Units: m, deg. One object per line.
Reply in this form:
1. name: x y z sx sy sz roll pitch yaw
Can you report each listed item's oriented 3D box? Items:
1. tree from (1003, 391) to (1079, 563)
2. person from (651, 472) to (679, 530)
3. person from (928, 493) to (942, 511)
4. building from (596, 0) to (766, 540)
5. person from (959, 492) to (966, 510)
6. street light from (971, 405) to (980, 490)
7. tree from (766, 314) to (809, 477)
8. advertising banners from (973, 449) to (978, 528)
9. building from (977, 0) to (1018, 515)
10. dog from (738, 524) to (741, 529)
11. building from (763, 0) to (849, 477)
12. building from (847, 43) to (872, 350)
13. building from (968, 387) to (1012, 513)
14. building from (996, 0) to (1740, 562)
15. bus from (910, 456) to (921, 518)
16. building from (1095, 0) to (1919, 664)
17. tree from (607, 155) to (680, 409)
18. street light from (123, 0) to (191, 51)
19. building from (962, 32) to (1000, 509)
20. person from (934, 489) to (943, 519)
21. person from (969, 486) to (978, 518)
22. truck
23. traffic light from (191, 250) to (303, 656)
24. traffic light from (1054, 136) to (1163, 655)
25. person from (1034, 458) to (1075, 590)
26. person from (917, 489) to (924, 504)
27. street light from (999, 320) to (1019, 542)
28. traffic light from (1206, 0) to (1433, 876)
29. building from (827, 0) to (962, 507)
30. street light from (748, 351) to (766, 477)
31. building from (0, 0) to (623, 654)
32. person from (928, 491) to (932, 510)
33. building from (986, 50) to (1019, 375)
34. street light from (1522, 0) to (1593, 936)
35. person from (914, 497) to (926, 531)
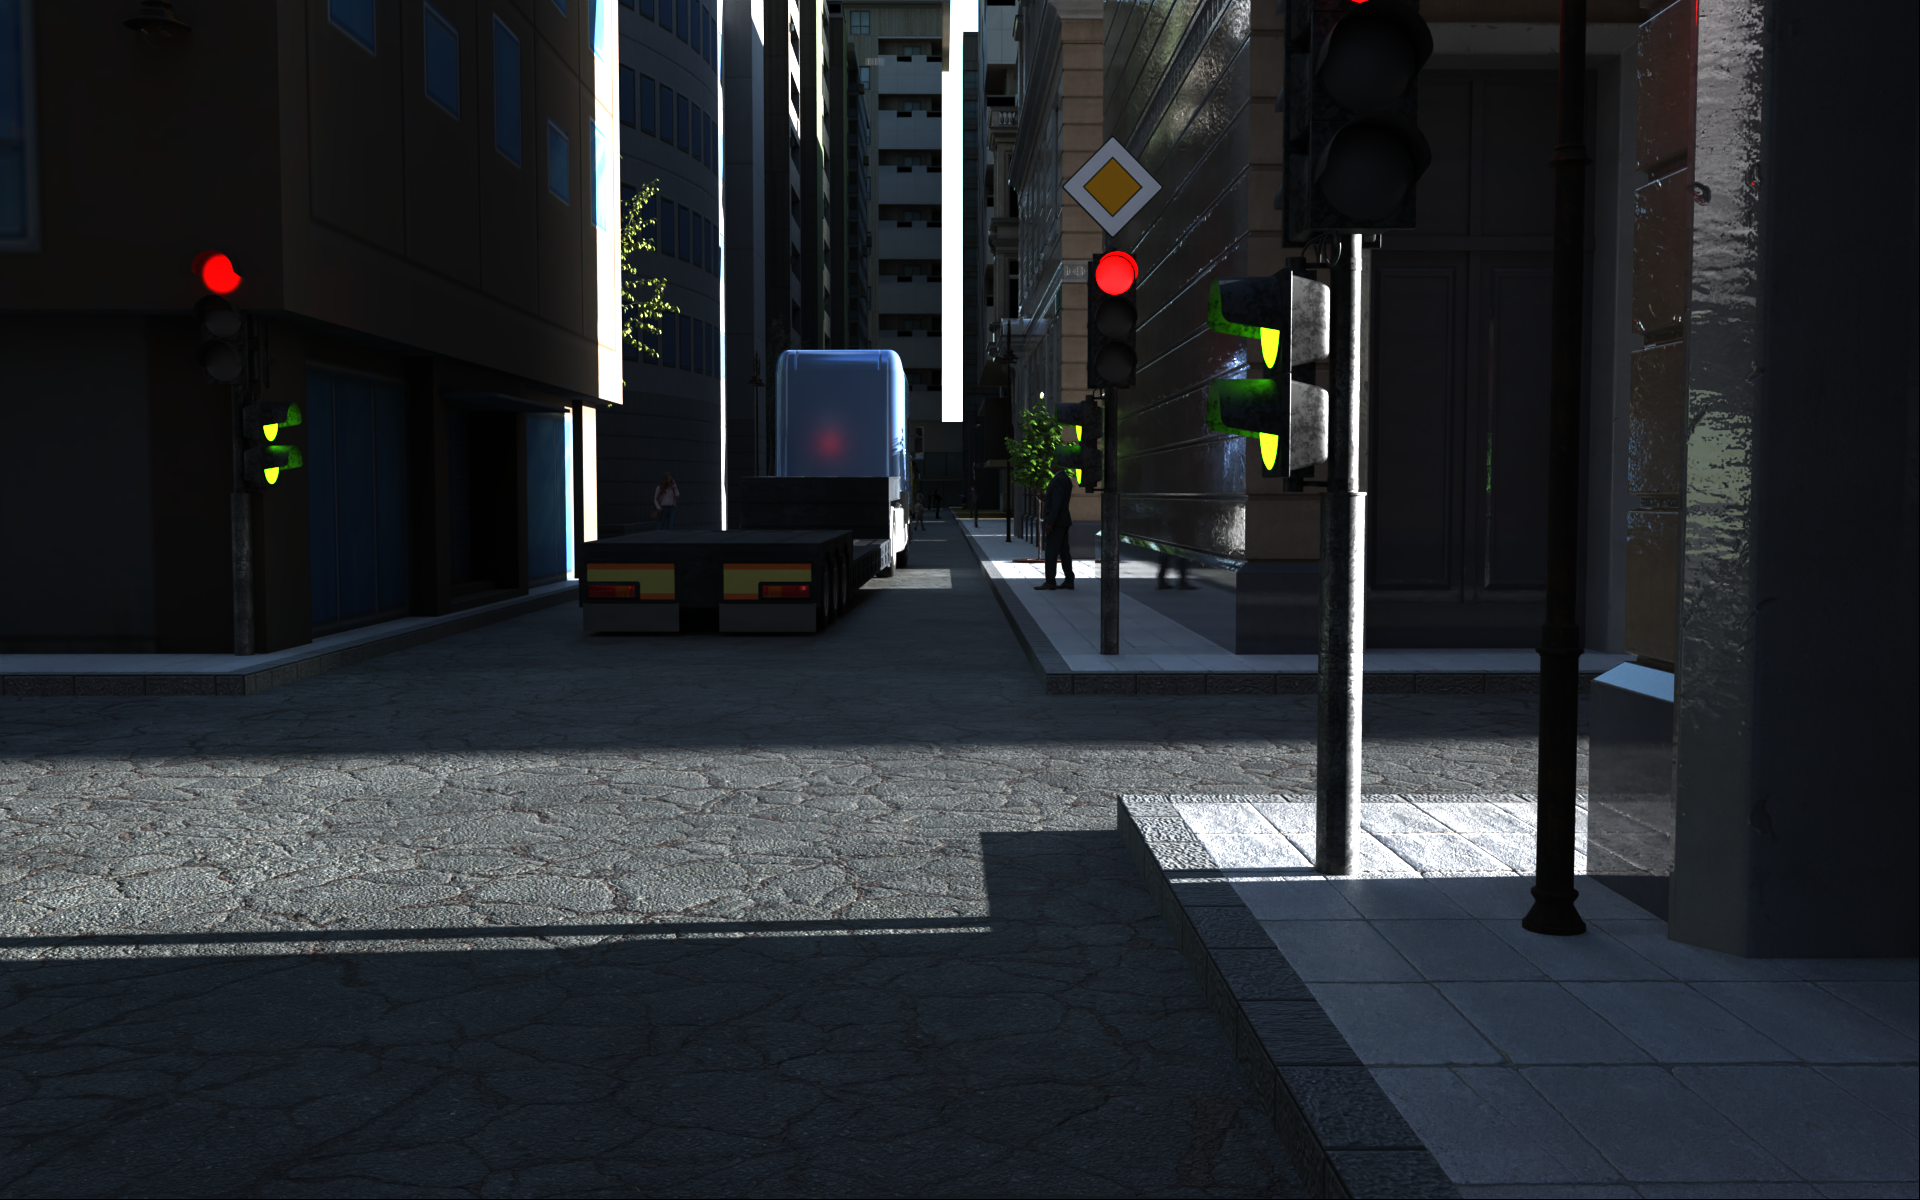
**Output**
1. tree: 1.627 -2.322 32.562 1.663 3.219 1.824 0 3 0
2. person: -6.407 -1.883 37.419 0.593 1.750 0.643 -2 4 -27
3. person: -2.059 -8.297 144.980 1.217 1.723 0.721 -1 4 -13
4. building: -17.721 -31.087 50.264 21.231 58.520 28.212 0 4 -1
5. person: 0.196 -8.065 141.142 0.697 1.427 0.421 3 4 38
6. street light: 0.817 -7.081 88.561 0.468 5.910 1.993 0 4 -1
7. tree: -8.011 -7.339 70.351 4.360 8.622 3.978 0 3 0
8. advertising banners: 0.596 -4.307 66.615 0.090 3.025 2.074 0 4 -3
9. building: 14.757 -31.547 105.036 28.713 52.752 27.495 0 4 -1
10. dog: -4.551 -1.356 39.014 0.800 0.831 0.513 1 4 10
11. building: -13.617 -19.879 96.719 14.160 30.474 14.107 0 4 -1
12. building: -19.763 -27.936 148.639 23.993 40.220 32.217 0 4 -1
13. building: 11.998 -50.183 133.170 22.319 86.520 31.000 0 4 -1
14. building: 8.032 -15.727 43.044 13.634 28.700 20.117 0 4 -1
15. bus: -3.838 -6.610 99.617 2.896 3.916 12.252 0 3 0
16. building: 11.855 -14.273 19.263 20.117 28.700 13.634 0 4 -1
17. tree: -7.398 -4.926 30.904 4.737 8.622 4.395 0 3 0
18. street light: -6.076 -2.515 13.915 0.468 5.910 1.993 0 4 -1
19. building: 7.210 -28.974 157.313 14.154 41.232 14.086 0 4 -1
20. person: -1.215 -5.573 100.445 0.721 1.723 1.217 1 4 17
21. person: 0.717 -5.195 91.903 0.541 1.710 0.530 -1 4 -10
22. truck: -2.394 -2.251 26.561 2.967 4.110 18.799 0 4 1
23. traffic light: -5.680 -1.514 13.675 0.839 4.253 0.868 0 4 -1
24. traffic light: 1.181 -1.520 13.765 0.839 4.253 0.868 0 4 -1
25. person: 1.246 -1.045 23.303 0.590 1.801 0.661 1 4 18
26. person: -3.099 -7.429 130.041 0.705 1.814 1.350 -3 5 -45
27. street light: 1.294 -4.479 46.024 0.468 5.910 1.993 0 4 -1
28. traffic light: 1.267 -1.031 5.780 0.839 4.253 0.868 0 4 -1
29. building: -12.649 -36.485 185.760 27.495 52.752 28.713 0 4 -1
30. street light: -6.551 -5.089 55.989 0.468 5.910 1.993 0 4 -1
31. building: -12.184 -22.570 19.138 14.600 45.320 14.200 0 4 -1
32. person: -2.723 -8.994 156.474 0.530 1.710 0.541 1 4 21
33. building: 8.355 -15.441 71.538 14.460 24.649 34.723 0 4 -1
34. street light: 1.754 -1.966 4.937 0.468 5.910 1.993 0 4 -1
35. person: -1.611 -3.381 68.049 0.475 1.303 0.640 2 4 33
